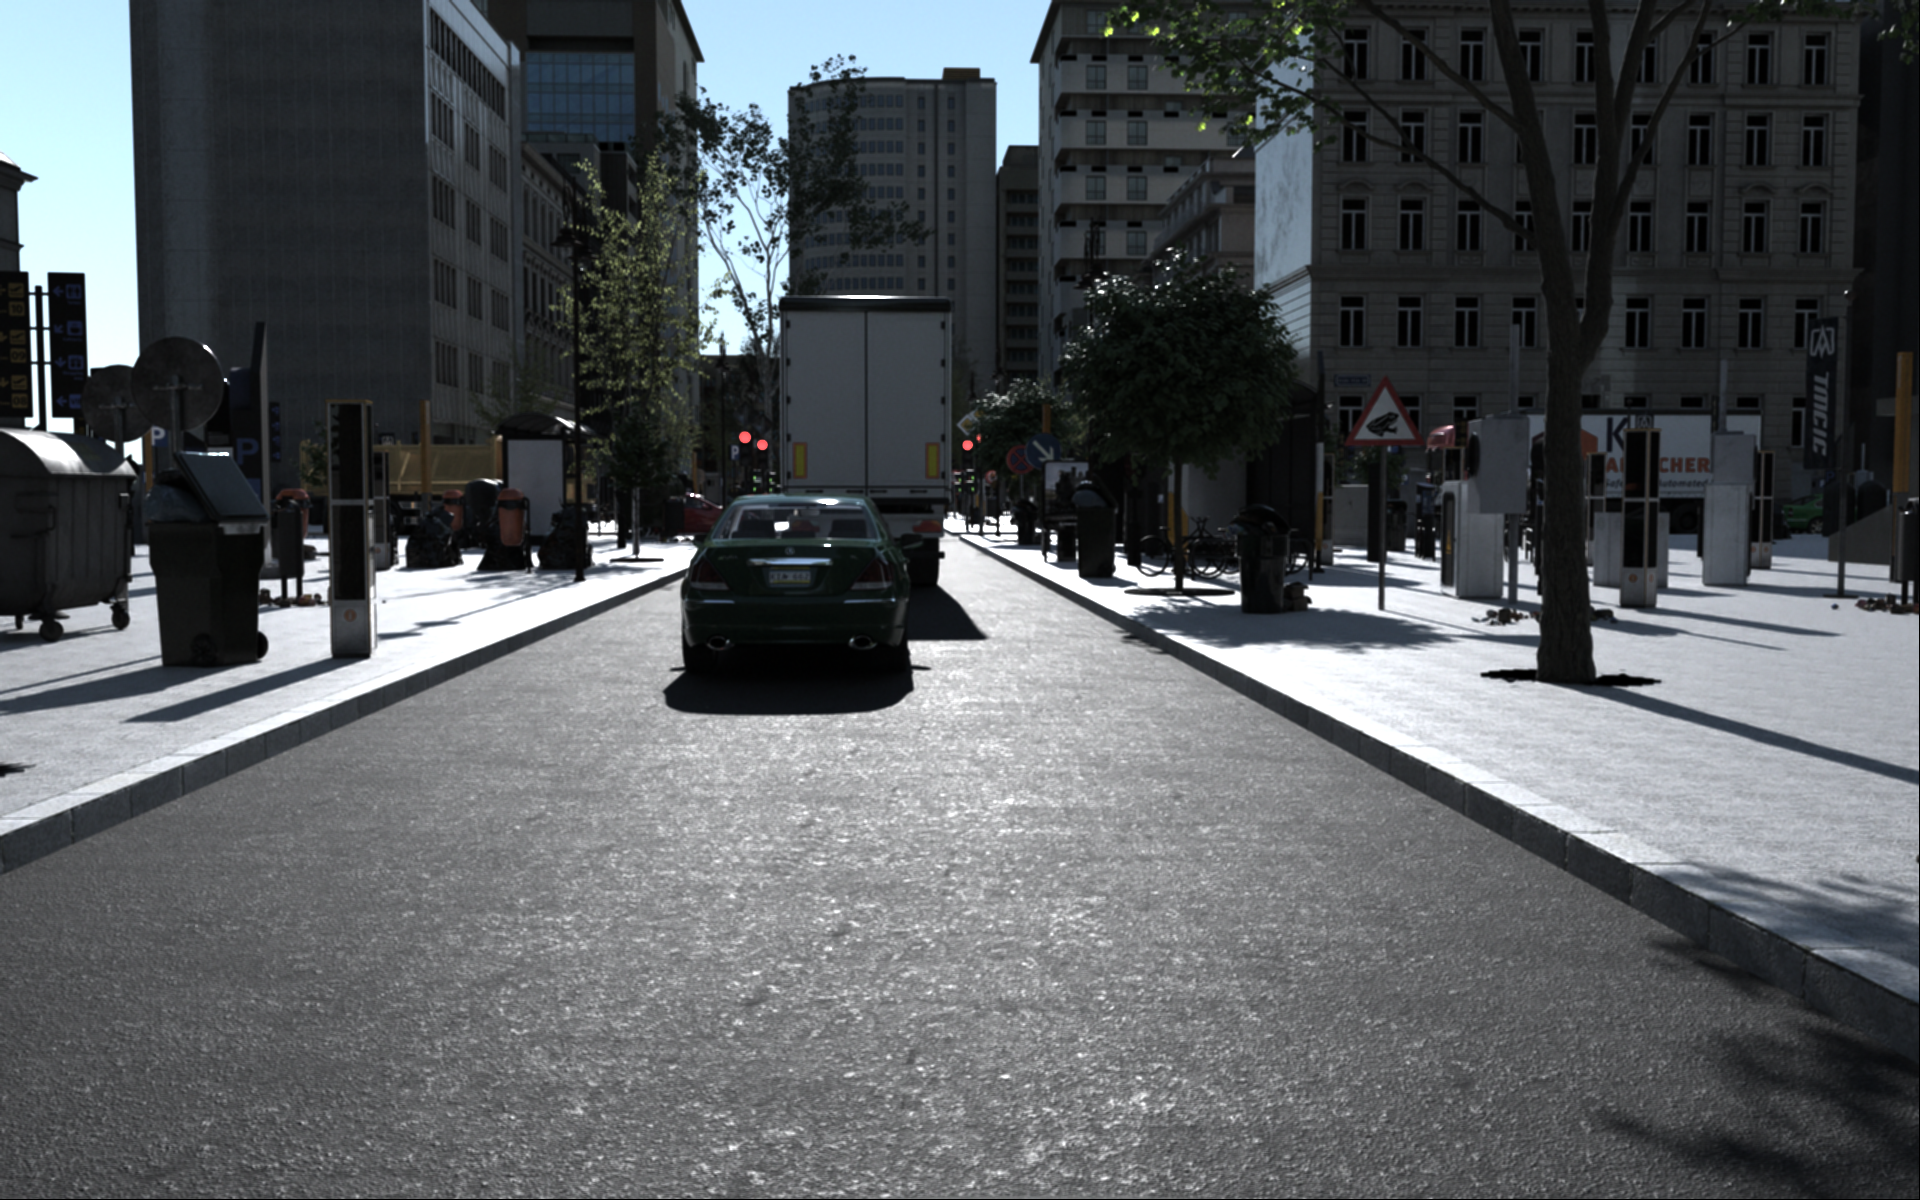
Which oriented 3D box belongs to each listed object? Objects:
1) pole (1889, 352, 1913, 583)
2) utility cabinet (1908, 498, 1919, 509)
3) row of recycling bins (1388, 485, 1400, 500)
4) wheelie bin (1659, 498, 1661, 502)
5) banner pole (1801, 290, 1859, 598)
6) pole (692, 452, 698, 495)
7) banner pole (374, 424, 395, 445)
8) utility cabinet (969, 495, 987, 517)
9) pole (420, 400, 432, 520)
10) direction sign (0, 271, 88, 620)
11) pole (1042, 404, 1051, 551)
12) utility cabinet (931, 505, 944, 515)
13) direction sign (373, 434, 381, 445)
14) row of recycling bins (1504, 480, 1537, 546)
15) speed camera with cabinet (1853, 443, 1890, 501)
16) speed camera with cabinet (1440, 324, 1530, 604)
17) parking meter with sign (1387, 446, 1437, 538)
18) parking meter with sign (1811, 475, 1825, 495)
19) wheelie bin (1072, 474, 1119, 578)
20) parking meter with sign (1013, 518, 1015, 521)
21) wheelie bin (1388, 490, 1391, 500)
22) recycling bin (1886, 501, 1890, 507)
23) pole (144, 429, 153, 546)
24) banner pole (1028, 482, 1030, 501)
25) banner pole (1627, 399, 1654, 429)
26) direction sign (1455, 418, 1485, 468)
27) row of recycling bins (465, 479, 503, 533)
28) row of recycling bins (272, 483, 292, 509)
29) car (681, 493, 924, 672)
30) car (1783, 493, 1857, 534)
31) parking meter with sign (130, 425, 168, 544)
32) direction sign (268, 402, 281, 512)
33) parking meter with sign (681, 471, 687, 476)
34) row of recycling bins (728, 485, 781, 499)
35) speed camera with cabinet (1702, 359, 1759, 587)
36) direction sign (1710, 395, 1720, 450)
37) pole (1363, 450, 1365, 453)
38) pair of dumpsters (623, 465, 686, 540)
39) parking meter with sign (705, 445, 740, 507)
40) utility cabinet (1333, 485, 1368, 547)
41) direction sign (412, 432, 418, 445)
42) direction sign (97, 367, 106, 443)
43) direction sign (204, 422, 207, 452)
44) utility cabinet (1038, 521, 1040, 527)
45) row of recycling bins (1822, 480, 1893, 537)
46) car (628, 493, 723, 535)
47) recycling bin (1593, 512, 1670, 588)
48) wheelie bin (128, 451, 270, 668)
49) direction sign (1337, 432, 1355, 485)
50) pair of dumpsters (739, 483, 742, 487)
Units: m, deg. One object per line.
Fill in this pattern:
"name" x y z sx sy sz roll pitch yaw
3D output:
"pole" 13.568 -1.903 24.963 0.158 3.312 0.155 0 3 0
"utility cabinet" 56.216 -5.539 101.721 0.306 1.237 1.020 -1 4 -22
"row of recycling bins" 16.560 -3.321 61.413 3.534 1.692 1.069 -1 4 -10
"wheelie bin" 19.880 -2.598 50.391 0.980 1.594 0.693 -3 4 -39
"banner pole" 10.839 -1.930 21.579 0.401 3.779 0.863 -1 4 -21
"pole" -12.928 -5.540 84.420 0.158 3.312 0.155 0 3 0
"banner pole" -20.648 -4.407 62.072 0.863 3.779 0.401 -1 4 -22
"utility cabinet" 0.997 -5.331 98.331 1.020 1.237 0.306 1 4 13
"pole" -11.613 -2.682 37.686 0.158 3.312 0.155 0 3 0
"direction sign" -9.385 -1.574 17.737 0.876 3.537 0.379 -1 4 -12
"pole" 1.960 -2.781 39.318 0.158 3.312 0.155 0 3 0
"utility cabinet" -1.358 -5.471 100.614 0.306 1.237 1.020 3 5 41
"direction sign" -21.850 -4.456 64.855 0.876 3.537 0.379 -2 4 -31
"row of recycling bins" 14.435 -2.264 44.130 1.069 1.692 3.534 2 4 25
"speed camera with cabinet" 35.950 -4.475 67.503 2.038 3.252 0.660 2 4 35
"speed camera with cabinet" 6.334 -1.630 20.983 0.660 3.252 2.038 0 4 4
"parking meter with sign" 13.218 -3.314 50.447 1.738 3.016 0.543 -2 4 -29
"parking meter with sign" 34.936 -4.532 70.354 0.543 3.016 1.738 0 4 5
"wheelie bin" 2.094 -1.153 26.756 0.693 1.594 0.980 1 4 9
"parking meter with sign" 3.161 -4.860 75.715 1.738 3.016 0.543 0 4 -4
"wheelie bin" 12.786 -2.765 53.121 0.980 1.594 0.693 3 5 44
"recycling bin" 34.175 -3.125 63.645 0.722 1.027 0.722 -1 4 -15
"pole" -20.162 -3.011 43.068 0.158 3.312 0.155 0 3 0
"banner pole" 2.572 -4.385 61.708 0.401 3.779 0.863 -2 4 -31
"banner pole" 17.871 -3.407 45.723 0.863 3.779 0.401 1 4 9
"direction sign" 15.092 -3.628 51.322 0.876 3.537 0.379 0 4 0
"row of recycling bins" -13.298 -2.569 49.114 1.069 1.692 3.534 0 4 -2
"row of recycling bins" -27.533 -3.657 66.904 3.534 1.692 1.069 0 4 -3
"car" -1.373 -0.220 15.401 2.131 1.459 4.920 0 4 -2
"car" 29.390 -2.977 57.473 4.718 1.807 1.959 0 4 -1
"parking meter with sign" -20.977 -2.953 44.545 1.738 3.016 0.543 3 5 43
"direction sign" -16.924 -3.085 42.435 0.379 3.537 0.876 1 4 15
"parking meter with sign" -20.222 -8.221 130.674 1.738 3.016 0.543 3 4 38
"row of recycling bins" -9.518 -4.555 81.582 3.534 1.692 1.069 2 4 35
"speed camera with cabinet" 11.079 -1.866 24.846 0.660 3.252 2.038 2 4 27
"direction sign" 17.406 -2.933 39.945 0.379 3.537 0.876 2 4 35
"pole" 14.270 -4.107 60.990 0.158 3.312 0.155 0 3 0
"pair of dumpsters" -8.993 -2.940 50.557 1.574 2.255 4.437 0 4 -3
"parking meter with sign" -8.672 -3.993 61.552 1.738 3.016 0.543 2 4 30
"utility cabinet" 9.400 -2.021 41.721 0.318 1.500 1.173 -3 5 -40
"direction sign" -19.889 -4.360 63.282 0.379 3.537 0.876 -2 4 -29
"direction sign" -15.687 -2.401 31.253 0.876 3.537 0.379 2 4 29
"direction sign" -17.219 -2.936 40.005 0.876 3.537 0.379 3 5 41
"utility cabinet" 3.368 -3.418 67.053 1.020 1.237 0.306 1 4 9
"row of recycling bins" 27.660 -2.721 51.596 3.534 1.692 1.069 1 4 10
"car" -8.564 -2.819 55.133 4.494 1.783 2.155 0 4 -3
"recycling bin" 9.270 -0.696 23.932 0.722 1.027 0.722 -1 4 -19
"wheelie bin" -5.699 -0.314 13.048 0.693 1.594 0.980 1 4 13
"direction sign" 13.996 -4.337 62.905 0.876 3.537 0.379 -2 4 -34
"pair of dumpsters" -14.195 -6.834 114.233 1.574 2.255 4.437 0 4 -3
